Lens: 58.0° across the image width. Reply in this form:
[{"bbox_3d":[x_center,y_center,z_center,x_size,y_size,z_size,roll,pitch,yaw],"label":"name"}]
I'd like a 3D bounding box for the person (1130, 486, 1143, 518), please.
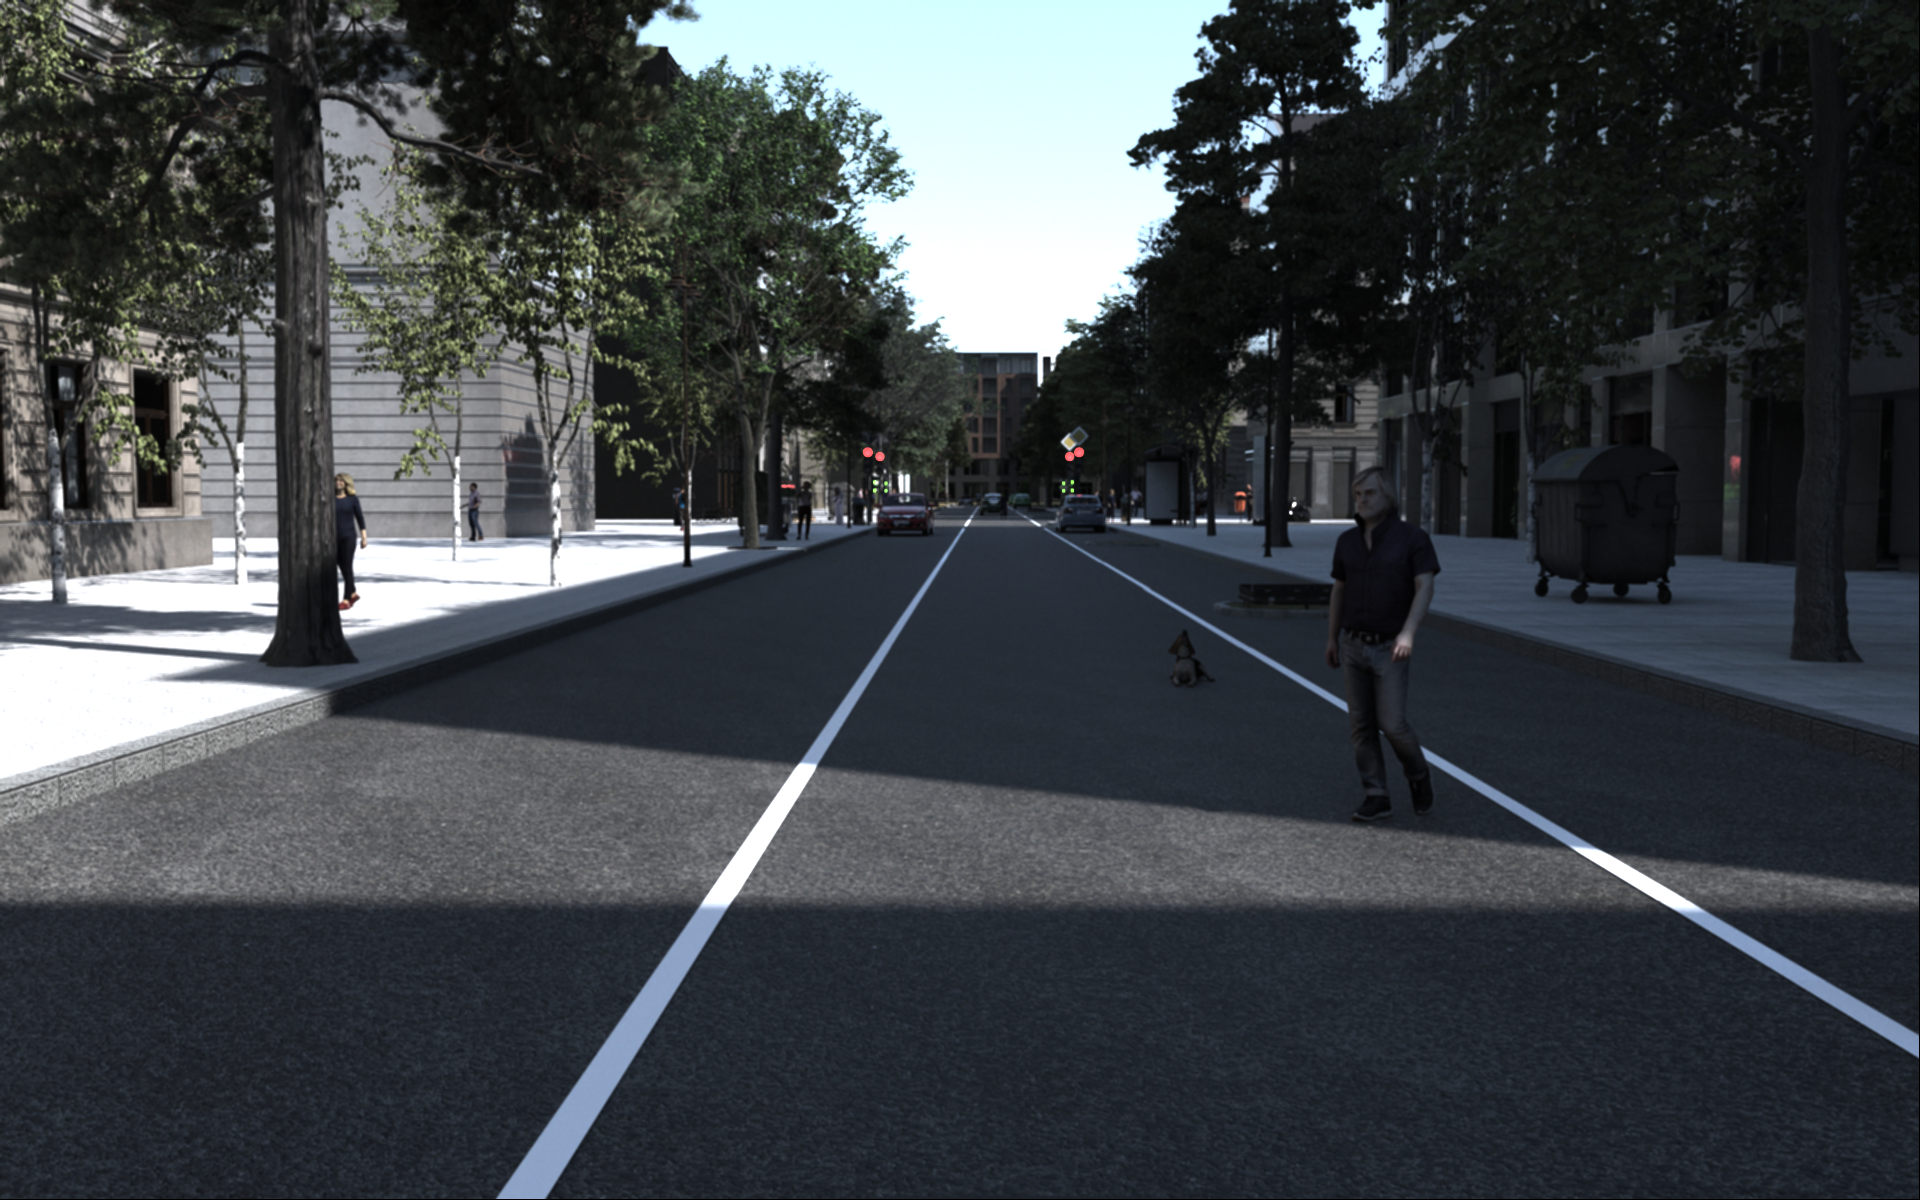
[{"bbox_3d":[9.572,-5.358,94.582,0.756,1.711,0.436,2,4,24],"label":"person"}]

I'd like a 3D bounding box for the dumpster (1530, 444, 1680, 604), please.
[{"bbox_3d":[7.771,-0.926,20.902,1.264,1.857,1.865,0,4,1],"label":"dumpster"}]

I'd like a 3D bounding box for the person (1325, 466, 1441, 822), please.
[{"bbox_3d":[1.916,0.190,7.602,0.471,1.553,0.569,-1,4,-10],"label":"person"}]

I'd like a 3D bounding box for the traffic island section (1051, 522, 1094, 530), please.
[{"bbox_3d":[4.870,-2.973,70.886,2.009,0.180,2.903,0,4,1],"label":"traffic island section"}]

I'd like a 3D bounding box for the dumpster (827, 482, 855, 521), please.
[{"bbox_3d":[-5.775,-4.785,83.998,1.264,1.857,1.865,0,4,1],"label":"dumpster"}]

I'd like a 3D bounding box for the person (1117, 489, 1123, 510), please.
[{"bbox_3d":[13.210,-8.338,143.050,0.565,1.739,0.600,1,4,10],"label":"person"}]

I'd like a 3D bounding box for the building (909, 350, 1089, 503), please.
[{"bbox_3d":[9.104,-25.427,259.705,32.646,21.610,27.936,0,4,1],"label":"building"}]

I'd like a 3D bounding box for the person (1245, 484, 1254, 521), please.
[{"bbox_3d":[13.640,-4.570,81.450,0.565,1.739,0.600,1,4,13],"label":"person"}]

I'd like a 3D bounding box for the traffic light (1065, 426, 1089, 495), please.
[{"bbox_3d":[4.830,-4.986,70.774,0.839,4.213,0.868,0,4,1],"label":"traffic light"}]

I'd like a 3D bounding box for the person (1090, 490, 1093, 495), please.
[{"bbox_3d":[15.322,-11.886,201.293,0.530,1.710,0.541,3,5,44],"label":"person"}]

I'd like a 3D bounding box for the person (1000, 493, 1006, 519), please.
[{"bbox_3d":[2.524,-5.448,100.109,0.480,1.512,0.613,-3,4,-36],"label":"person"}]

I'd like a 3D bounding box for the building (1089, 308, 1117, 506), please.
[{"bbox_3d":[30.592,-22.116,205.567,27.936,21.610,32.646,0,4,1],"label":"building"}]

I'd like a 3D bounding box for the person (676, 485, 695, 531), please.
[{"bbox_3d":[-9.632,-3.225,60.637,0.647,1.594,0.662,-1,4,-22],"label":"person"}]

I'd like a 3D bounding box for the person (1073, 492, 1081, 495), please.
[{"bbox_3d":[8.503,-7.231,124.817,0.990,1.755,0.434,-2,4,-32],"label":"person"}]

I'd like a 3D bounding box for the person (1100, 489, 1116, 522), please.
[{"bbox_3d":[6.847,-4.295,78.804,0.480,1.512,0.613,-2,4,-34],"label":"person"}]

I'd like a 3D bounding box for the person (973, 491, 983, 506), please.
[{"bbox_3d":[2.128,-11.781,201.104,1.348,1.826,0.705,1,4,23],"label":"person"}]

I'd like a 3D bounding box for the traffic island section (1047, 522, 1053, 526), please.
[{"bbox_3d":[4.993,-3.461,78.870,2.009,0.180,2.903,0,4,1],"label":"traffic island section"}]

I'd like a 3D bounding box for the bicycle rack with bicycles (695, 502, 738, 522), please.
[{"bbox_3d":[-11.017,-4.074,79.990,2.925,0.926,2.852,1,4,23],"label":"bicycle rack with bicycles"}]

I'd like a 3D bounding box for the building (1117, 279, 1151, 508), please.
[{"bbox_3d":[31.226,-20.122,172.968,27.936,21.610,32.646,0,4,1],"label":"building"}]

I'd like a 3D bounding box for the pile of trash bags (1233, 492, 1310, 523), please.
[{"bbox_3d":[14.078,-4.209,78.572,3.447,1.369,1.912,0,4,-4],"label":"pile of trash bags"}]

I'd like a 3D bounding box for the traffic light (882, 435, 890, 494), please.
[{"bbox_3d":[-3.607,-5.482,78.873,0.839,4.213,0.868,0,4,1],"label":"traffic light"}]

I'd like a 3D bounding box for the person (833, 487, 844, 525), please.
[{"bbox_3d":[-5.333,-4.089,76.022,0.551,1.740,0.621,1,4,21],"label":"person"}]

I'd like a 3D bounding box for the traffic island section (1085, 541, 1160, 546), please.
[{"bbox_3d":[4.524,-1.574,48.595,1.991,0.108,1.994,0,4,1],"label":"traffic island section"}]

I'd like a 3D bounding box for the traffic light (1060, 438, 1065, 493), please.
[{"bbox_3d":[4.953,-5.475,78.758,0.839,4.213,0.868,0,4,1],"label":"traffic light"}]

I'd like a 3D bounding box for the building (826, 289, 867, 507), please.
[{"bbox_3d":[-24.047,-19.990,170.815,27.936,21.610,32.646,0,4,1],"label":"building"}]

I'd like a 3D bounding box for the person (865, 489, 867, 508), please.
[{"bbox_3d":[-8.585,-9.446,161.207,0.721,1.743,1.217,0,4,-6],"label":"person"}]

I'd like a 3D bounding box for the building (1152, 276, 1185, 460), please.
[{"bbox_3d":[23.717,-19.522,138.259,14.314,24.678,30.058,0,4,1],"label":"building"}]

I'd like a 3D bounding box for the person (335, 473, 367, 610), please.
[{"bbox_3d":[-6.881,-0.659,19.355,0.480,1.512,0.613,-1,4,-19],"label":"person"}]

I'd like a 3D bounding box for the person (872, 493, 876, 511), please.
[{"bbox_3d":[-6.700,-7.679,134.284,0.600,1.496,0.574,3,5,42],"label":"person"}]

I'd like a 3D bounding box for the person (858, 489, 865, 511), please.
[{"bbox_3d":[-7.624,-7.740,133.533,0.436,1.711,0.756,-1,4,-17],"label":"person"}]

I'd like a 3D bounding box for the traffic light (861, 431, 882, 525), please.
[{"bbox_3d":[-3.730,-4.994,70.889,0.839,4.213,0.868,0,4,1],"label":"traffic light"}]

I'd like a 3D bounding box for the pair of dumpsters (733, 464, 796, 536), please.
[{"bbox_3d":[-6.129,-3.171,54.344,1.574,2.255,4.436,0,4,1],"label":"pair of dumpsters"}]

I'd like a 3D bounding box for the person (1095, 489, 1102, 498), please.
[{"bbox_3d":[8.513,-6.102,107.676,0.662,1.594,0.647,2,4,26],"label":"person"}]

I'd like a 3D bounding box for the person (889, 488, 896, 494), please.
[{"bbox_3d":[-3.969,-5.792,102.205,0.566,1.644,0.517,-3,4,-38],"label":"person"}]

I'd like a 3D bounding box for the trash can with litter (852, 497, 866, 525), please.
[{"bbox_3d":[-4.103,-3.678,71.521,0.624,1.170,1.055,-1,4,-19],"label":"trash can with litter"}]

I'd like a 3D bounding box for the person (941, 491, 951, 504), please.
[{"bbox_3d":[-1.805,-13.302,224.242,1.217,1.735,0.721,0,4,6],"label":"person"}]

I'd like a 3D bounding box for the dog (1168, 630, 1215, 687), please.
[{"bbox_3d":[1.810,0.426,13.225,0.748,0.427,0.550,-2,4,-34],"label":"dog"}]

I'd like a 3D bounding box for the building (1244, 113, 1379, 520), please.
[{"bbox_3d":[24.545,-14.741,90.165,18.267,20.994,9.793,0,4,1],"label":"building"}]

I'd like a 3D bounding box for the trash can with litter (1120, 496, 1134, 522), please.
[{"bbox_3d":[7.768,-4.229,80.529,0.624,1.170,1.055,0,4,6],"label":"trash can with litter"}]

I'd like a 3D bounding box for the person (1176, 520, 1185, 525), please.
[{"bbox_3d":[9.100,-3.732,72.708,0.799,1.438,0.628,0,4,-5],"label":"person"}]

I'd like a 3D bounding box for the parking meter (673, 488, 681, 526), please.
[{"bbox_3d":[-11.421,-3.779,70.201,0.372,1.533,0.369,0,3,0],"label":"parking meter"}]

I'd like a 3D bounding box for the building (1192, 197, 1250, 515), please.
[{"bbox_3d":[21.174,-16.915,112.713,11.583,22.565,21.152,0,4,1],"label":"building"}]

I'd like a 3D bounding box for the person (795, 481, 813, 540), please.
[{"bbox_3d":[-4.378,-2.529,48.854,0.517,1.644,0.566,3,5,41],"label":"person"}]

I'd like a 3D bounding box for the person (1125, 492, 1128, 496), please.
[{"bbox_3d":[15.760,-9.405,162.997,0.628,1.438,0.799,-3,5,-39],"label":"person"}]

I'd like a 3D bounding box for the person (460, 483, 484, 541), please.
[{"bbox_3d":[-13.190,-2.380,46.918,0.435,1.587,0.963,-3,5,-44],"label":"person"}]

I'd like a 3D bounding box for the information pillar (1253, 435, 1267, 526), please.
[{"bbox_3d":[12.139,-4.808,69.930,0.184,3.620,1.656,0,4,-6],"label":"information pillar"}]

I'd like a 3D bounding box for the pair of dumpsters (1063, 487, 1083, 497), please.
[{"bbox_3d":[9.785,-8.977,149.261,1.574,2.255,4.436,0,4,1],"label":"pair of dumpsters"}]

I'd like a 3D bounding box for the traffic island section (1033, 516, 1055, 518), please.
[{"bbox_3d":[5.366,-4.934,103.532,1.991,0.108,1.994,0,4,1],"label":"traffic island section"}]

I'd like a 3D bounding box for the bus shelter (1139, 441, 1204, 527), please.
[{"bbox_3d":[8.345,-4.587,68.915,2.014,3.302,5.546,0,4,1],"label":"bus shelter"}]

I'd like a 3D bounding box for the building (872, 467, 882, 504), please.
[{"bbox_3d":[-25.870,-21.306,214.818,31.486,18.905,16.747,0,4,1],"label":"building"}]

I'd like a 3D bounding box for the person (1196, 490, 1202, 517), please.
[{"bbox_3d":[13.633,-5.540,99.081,0.387,1.526,0.523,-1,4,-9],"label":"person"}]

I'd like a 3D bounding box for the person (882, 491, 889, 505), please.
[{"bbox_3d":[-3.852,-5.007,88.611,0.576,1.737,0.504,0,4,-7],"label":"person"}]

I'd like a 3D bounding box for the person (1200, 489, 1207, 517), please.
[{"bbox_3d":[13.856,-5.492,98.042,0.614,1.554,0.590,-1,4,-19],"label":"person"}]
